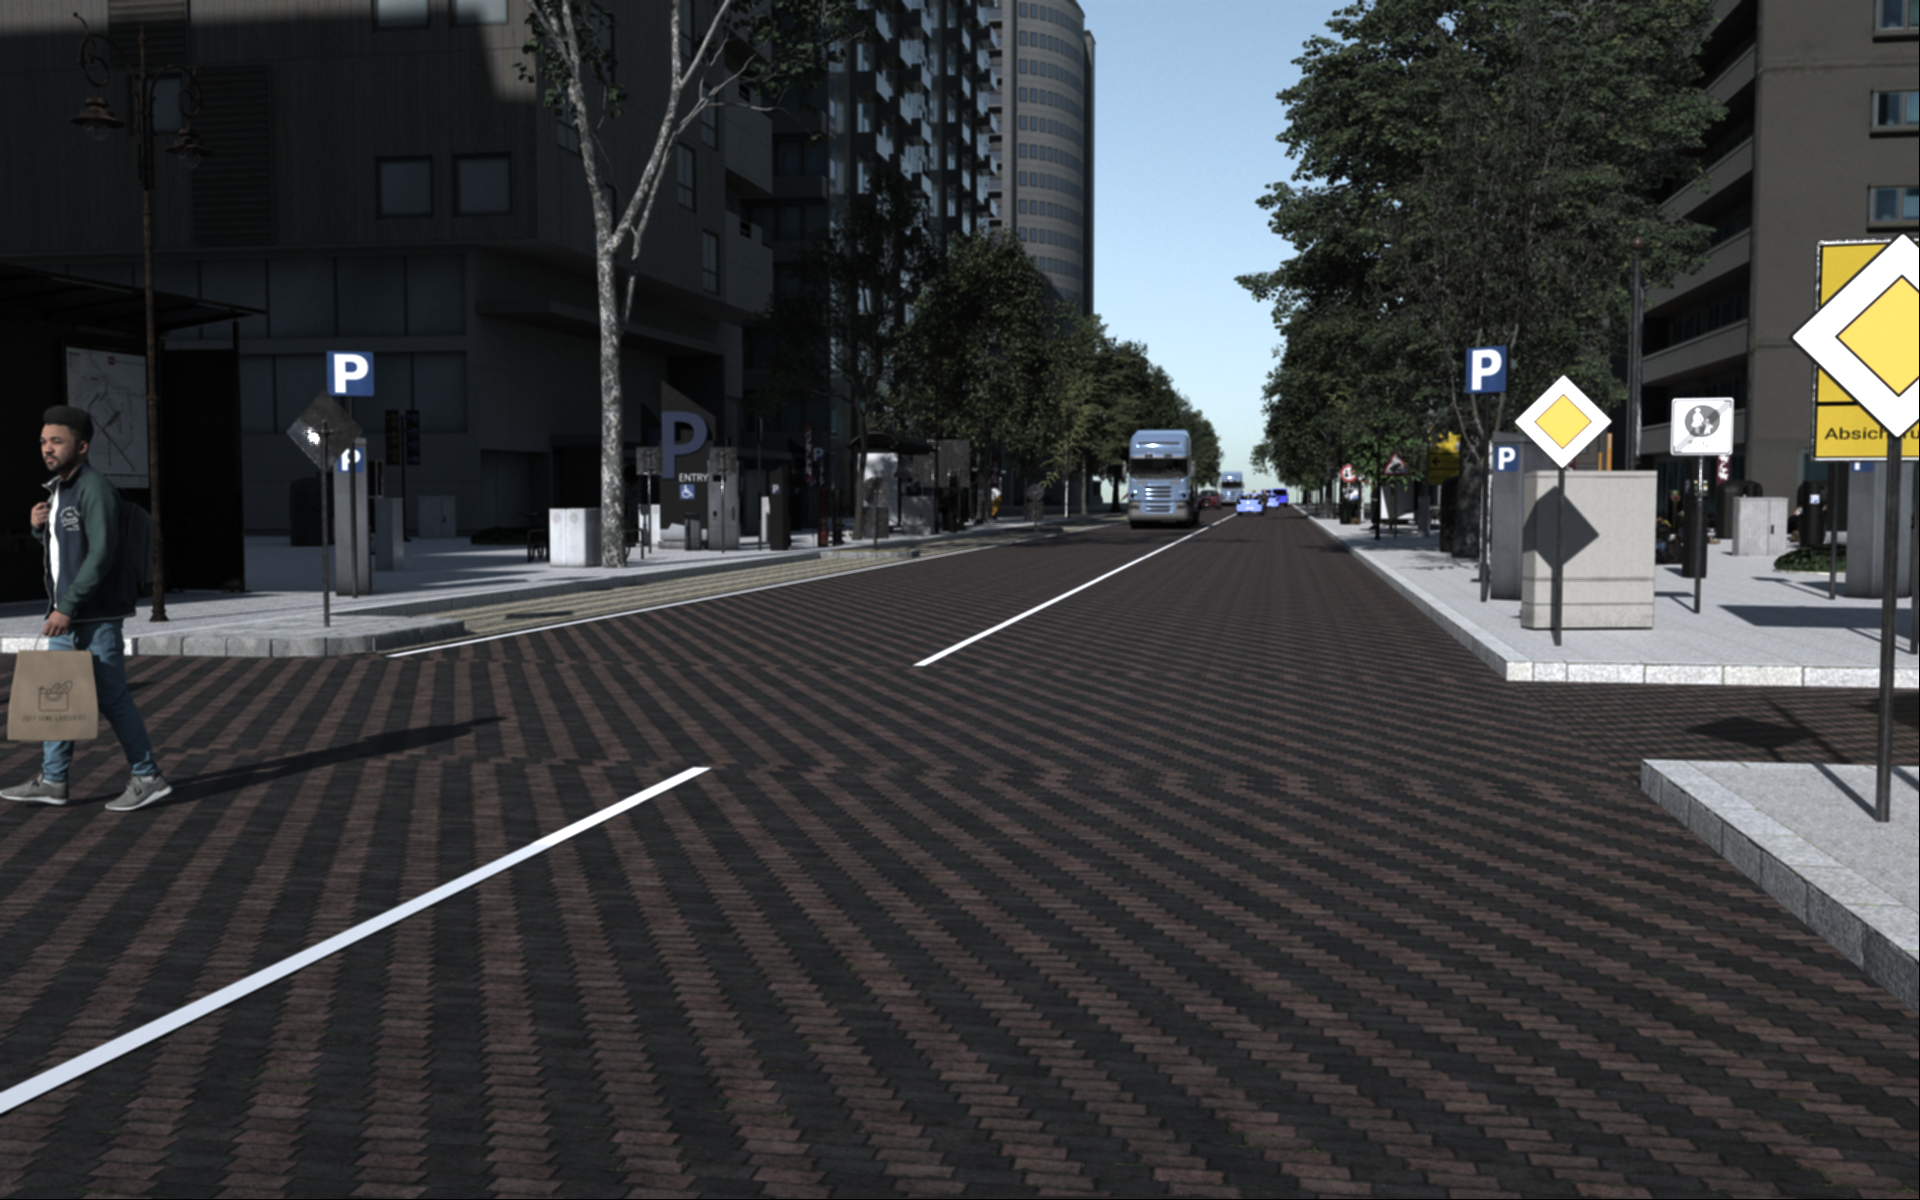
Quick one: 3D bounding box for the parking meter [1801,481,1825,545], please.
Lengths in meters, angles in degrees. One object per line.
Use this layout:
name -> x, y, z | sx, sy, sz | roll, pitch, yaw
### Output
parking meter -> 16.106, -1.486, 32.706 | 0.372, 1.533, 0.369 | 0, 3, 0

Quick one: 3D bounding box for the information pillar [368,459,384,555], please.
information pillar -> -12.412, -1.969, 36.690 | 0.304, 2.012, 0.304 | 0, 4, 8

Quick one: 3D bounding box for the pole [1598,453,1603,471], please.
pole -> 31.430, -5.579, 85.062 | 0.158, 3.312, 0.155 | 0, 3, 0

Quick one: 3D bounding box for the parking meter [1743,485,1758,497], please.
parking meter -> 21.863, -2.418, 47.943 | 0.372, 1.533, 0.369 | 0, 3, 0

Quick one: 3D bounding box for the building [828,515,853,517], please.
building -> -14.292, -29.949, 109.267 | 23.786, 49.044, 30.456 | 1, 4, 10

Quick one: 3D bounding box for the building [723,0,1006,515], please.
building -> -9.299, -31.791, 139.390 | 23.786, 49.044, 30.456 | 1, 4, 10

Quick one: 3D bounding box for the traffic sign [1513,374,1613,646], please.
traffic sign -> 5.054, -0.669, 14.580 | 0.795, 2.450, 0.064 | 1, 4, 10

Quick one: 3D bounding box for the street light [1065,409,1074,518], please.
street light -> 5.808, -7.322, 92.510 | 0.468, 5.910, 1.993 | 1, 4, 10

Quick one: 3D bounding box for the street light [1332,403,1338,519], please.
street light -> 19.069, -7.045, 87.979 | 0.468, 5.910, 1.993 | 1, 4, 10

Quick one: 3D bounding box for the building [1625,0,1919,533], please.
building -> 38.288, -26.914, 63.739 | 21.300, 48.544, 21.600 | 1, 4, 10

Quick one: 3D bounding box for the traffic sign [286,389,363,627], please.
traffic sign -> -6.101, -0.795, 16.640 | 0.795, 2.450, 0.064 | 1, 4, 10

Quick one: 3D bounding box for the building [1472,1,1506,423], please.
building -> 51.440, -31.349, 132.169 | 23.786, 49.044, 30.456 | 1, 4, 10

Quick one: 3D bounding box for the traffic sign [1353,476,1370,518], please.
traffic sign -> 17.282, -4.588, 75.016 | 0.884, 2.594, 0.081 | 1, 4, 17

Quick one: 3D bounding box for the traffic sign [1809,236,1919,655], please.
traffic sign -> 7.939, -1.210, 13.651 | 2.265, 3.308, 0.079 | 1, 4, 18

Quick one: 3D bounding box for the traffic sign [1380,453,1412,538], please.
traffic sign -> 12.625, -3.068, 50.166 | 0.884, 2.594, 0.081 | 1, 4, 20

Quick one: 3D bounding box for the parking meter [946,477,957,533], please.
parking meter -> -0.225, -3.161, 57.395 | 0.255, 1.863, 0.399 | 0, 4, 3

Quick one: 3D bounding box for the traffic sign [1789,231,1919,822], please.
traffic sign -> 3.613, -0.189, 6.725 | 0.795, 2.450, 0.064 | 1, 4, 10

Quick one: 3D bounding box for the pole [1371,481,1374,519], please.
pole -> 21.004, -5.765, 88.101 | 0.158, 3.312, 0.155 | 0, 3, 0

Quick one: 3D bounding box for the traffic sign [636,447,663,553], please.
traffic sign -> -6.699, -2.156, 37.376 | 0.606, 2.300, 0.079 | 1, 4, 12

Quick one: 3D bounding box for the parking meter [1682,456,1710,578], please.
parking meter -> 11.250, -1.270, 26.481 | 0.255, 1.863, 0.399 | 0, 4, 3

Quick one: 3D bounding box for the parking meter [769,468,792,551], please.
parking meter -> -4.114, -2.053, 39.275 | 0.399, 1.863, 0.255 | 2, 4, 31

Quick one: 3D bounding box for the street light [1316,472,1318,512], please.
street light -> 25.357, -9.187, 122.991 | 0.468, 5.910, 1.993 | 1, 4, 10

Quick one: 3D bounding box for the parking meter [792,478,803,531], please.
parking meter -> -5.715, -3.349, 60.465 | 0.399, 1.863, 0.255 | -2, 4, -28

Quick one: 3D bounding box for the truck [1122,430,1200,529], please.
truck -> 9.380, -5.411, 78.233 | 2.967, 4.110, 18.799 | 1, 4, 9

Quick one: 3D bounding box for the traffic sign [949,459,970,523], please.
traffic sign -> -0.028, -3.795, 62.149 | 0.768, 2.556, 0.104 | 1, 4, 11

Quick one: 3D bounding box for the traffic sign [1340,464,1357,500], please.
traffic sign -> 16.692, -4.541, 74.344 | 0.768, 2.556, 0.104 | 1, 4, 13

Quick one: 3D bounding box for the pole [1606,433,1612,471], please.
pole -> 21.711, -3.923, 57.991 | 0.158, 3.312, 0.155 | 0, 3, 0

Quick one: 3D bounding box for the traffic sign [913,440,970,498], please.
traffic sign -> -0.719, -4.373, 65.376 | 2.265, 3.308, 0.079 | 1, 4, 18

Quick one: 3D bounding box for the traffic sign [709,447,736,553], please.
traffic sign -> -5.143, -2.167, 37.567 | 0.606, 2.300, 0.079 | 1, 4, 11

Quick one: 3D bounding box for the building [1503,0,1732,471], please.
building -> 42.003, -26.170, 111.476 | 14.154, 41.232, 14.086 | 1, 4, 10

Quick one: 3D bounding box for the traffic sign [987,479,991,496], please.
traffic sign -> 1.377, -5.368, 87.865 | 0.768, 2.556, 0.104 | 1, 4, 13

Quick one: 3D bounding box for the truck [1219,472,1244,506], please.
truck -> 33.690, -13.648, 212.902 | 2.967, 4.110, 18.799 | 1, 4, 11

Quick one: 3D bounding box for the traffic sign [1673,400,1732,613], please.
traffic sign -> 7.921, -1.004, 18.547 | 0.606, 2.300, 0.079 | 1, 4, 17

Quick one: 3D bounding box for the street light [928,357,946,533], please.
street light -> -0.763, -5.141, 56.842 | 0.468, 5.910, 1.993 | 1, 4, 10

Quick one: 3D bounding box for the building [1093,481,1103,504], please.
building -> 2.152, -32.800, 228.165 | 32.217, 40.220, 23.993 | 1, 4, 10

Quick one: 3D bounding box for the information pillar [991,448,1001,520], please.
information pillar -> 1.806, -5.831, 86.688 | 0.504, 3.616, 0.183 | -1, 4, -12

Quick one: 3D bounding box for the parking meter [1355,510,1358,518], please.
parking meter -> 19.873, -4.803, 86.941 | 0.372, 1.533, 0.369 | 0, 3, 0

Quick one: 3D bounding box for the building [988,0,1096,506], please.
building -> 3.588, -40.293, 200.789 | 21.231, 58.520, 28.212 | 1, 4, 10

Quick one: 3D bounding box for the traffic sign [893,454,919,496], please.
traffic sign -> -1.747, -3.415, 55.838 | 0.884, 2.594, 0.081 | 1, 4, 13

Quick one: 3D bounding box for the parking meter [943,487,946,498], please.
parking meter -> -0.816, -4.696, 82.487 | 0.399, 1.863, 0.255 | 2, 4, 34

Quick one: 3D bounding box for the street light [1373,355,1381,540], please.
street light -> 11.718, -4.626, 48.429 | 0.468, 5.910, 1.993 | 1, 4, 10

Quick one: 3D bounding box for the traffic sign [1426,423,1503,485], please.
traffic sign -> 14.608, -3.426, 49.890 | 2.265, 3.308, 0.079 | 1, 4, 13

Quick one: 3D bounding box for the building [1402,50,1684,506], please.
building -> 66.436, -37.500, 202.365 | 28.713, 52.752, 27.495 | 1, 4, 10

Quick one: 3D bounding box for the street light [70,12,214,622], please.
street light -> -8.076, -2.722, 17.285 | 0.468, 5.910, 1.993 | 1, 4, 10

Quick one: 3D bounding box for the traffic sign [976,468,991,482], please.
traffic sign -> 1.091, -4.911, 80.407 | 0.768, 2.556, 0.104 | 1, 4, 16

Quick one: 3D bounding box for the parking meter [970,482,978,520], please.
parking meter -> 0.682, -4.876, 85.441 | 0.255, 1.863, 0.399 | -2, 4, -27

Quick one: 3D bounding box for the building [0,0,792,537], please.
building -> -23.006, -29.037, 63.991 | 28.713, 52.752, 27.495 | 1, 4, 10
